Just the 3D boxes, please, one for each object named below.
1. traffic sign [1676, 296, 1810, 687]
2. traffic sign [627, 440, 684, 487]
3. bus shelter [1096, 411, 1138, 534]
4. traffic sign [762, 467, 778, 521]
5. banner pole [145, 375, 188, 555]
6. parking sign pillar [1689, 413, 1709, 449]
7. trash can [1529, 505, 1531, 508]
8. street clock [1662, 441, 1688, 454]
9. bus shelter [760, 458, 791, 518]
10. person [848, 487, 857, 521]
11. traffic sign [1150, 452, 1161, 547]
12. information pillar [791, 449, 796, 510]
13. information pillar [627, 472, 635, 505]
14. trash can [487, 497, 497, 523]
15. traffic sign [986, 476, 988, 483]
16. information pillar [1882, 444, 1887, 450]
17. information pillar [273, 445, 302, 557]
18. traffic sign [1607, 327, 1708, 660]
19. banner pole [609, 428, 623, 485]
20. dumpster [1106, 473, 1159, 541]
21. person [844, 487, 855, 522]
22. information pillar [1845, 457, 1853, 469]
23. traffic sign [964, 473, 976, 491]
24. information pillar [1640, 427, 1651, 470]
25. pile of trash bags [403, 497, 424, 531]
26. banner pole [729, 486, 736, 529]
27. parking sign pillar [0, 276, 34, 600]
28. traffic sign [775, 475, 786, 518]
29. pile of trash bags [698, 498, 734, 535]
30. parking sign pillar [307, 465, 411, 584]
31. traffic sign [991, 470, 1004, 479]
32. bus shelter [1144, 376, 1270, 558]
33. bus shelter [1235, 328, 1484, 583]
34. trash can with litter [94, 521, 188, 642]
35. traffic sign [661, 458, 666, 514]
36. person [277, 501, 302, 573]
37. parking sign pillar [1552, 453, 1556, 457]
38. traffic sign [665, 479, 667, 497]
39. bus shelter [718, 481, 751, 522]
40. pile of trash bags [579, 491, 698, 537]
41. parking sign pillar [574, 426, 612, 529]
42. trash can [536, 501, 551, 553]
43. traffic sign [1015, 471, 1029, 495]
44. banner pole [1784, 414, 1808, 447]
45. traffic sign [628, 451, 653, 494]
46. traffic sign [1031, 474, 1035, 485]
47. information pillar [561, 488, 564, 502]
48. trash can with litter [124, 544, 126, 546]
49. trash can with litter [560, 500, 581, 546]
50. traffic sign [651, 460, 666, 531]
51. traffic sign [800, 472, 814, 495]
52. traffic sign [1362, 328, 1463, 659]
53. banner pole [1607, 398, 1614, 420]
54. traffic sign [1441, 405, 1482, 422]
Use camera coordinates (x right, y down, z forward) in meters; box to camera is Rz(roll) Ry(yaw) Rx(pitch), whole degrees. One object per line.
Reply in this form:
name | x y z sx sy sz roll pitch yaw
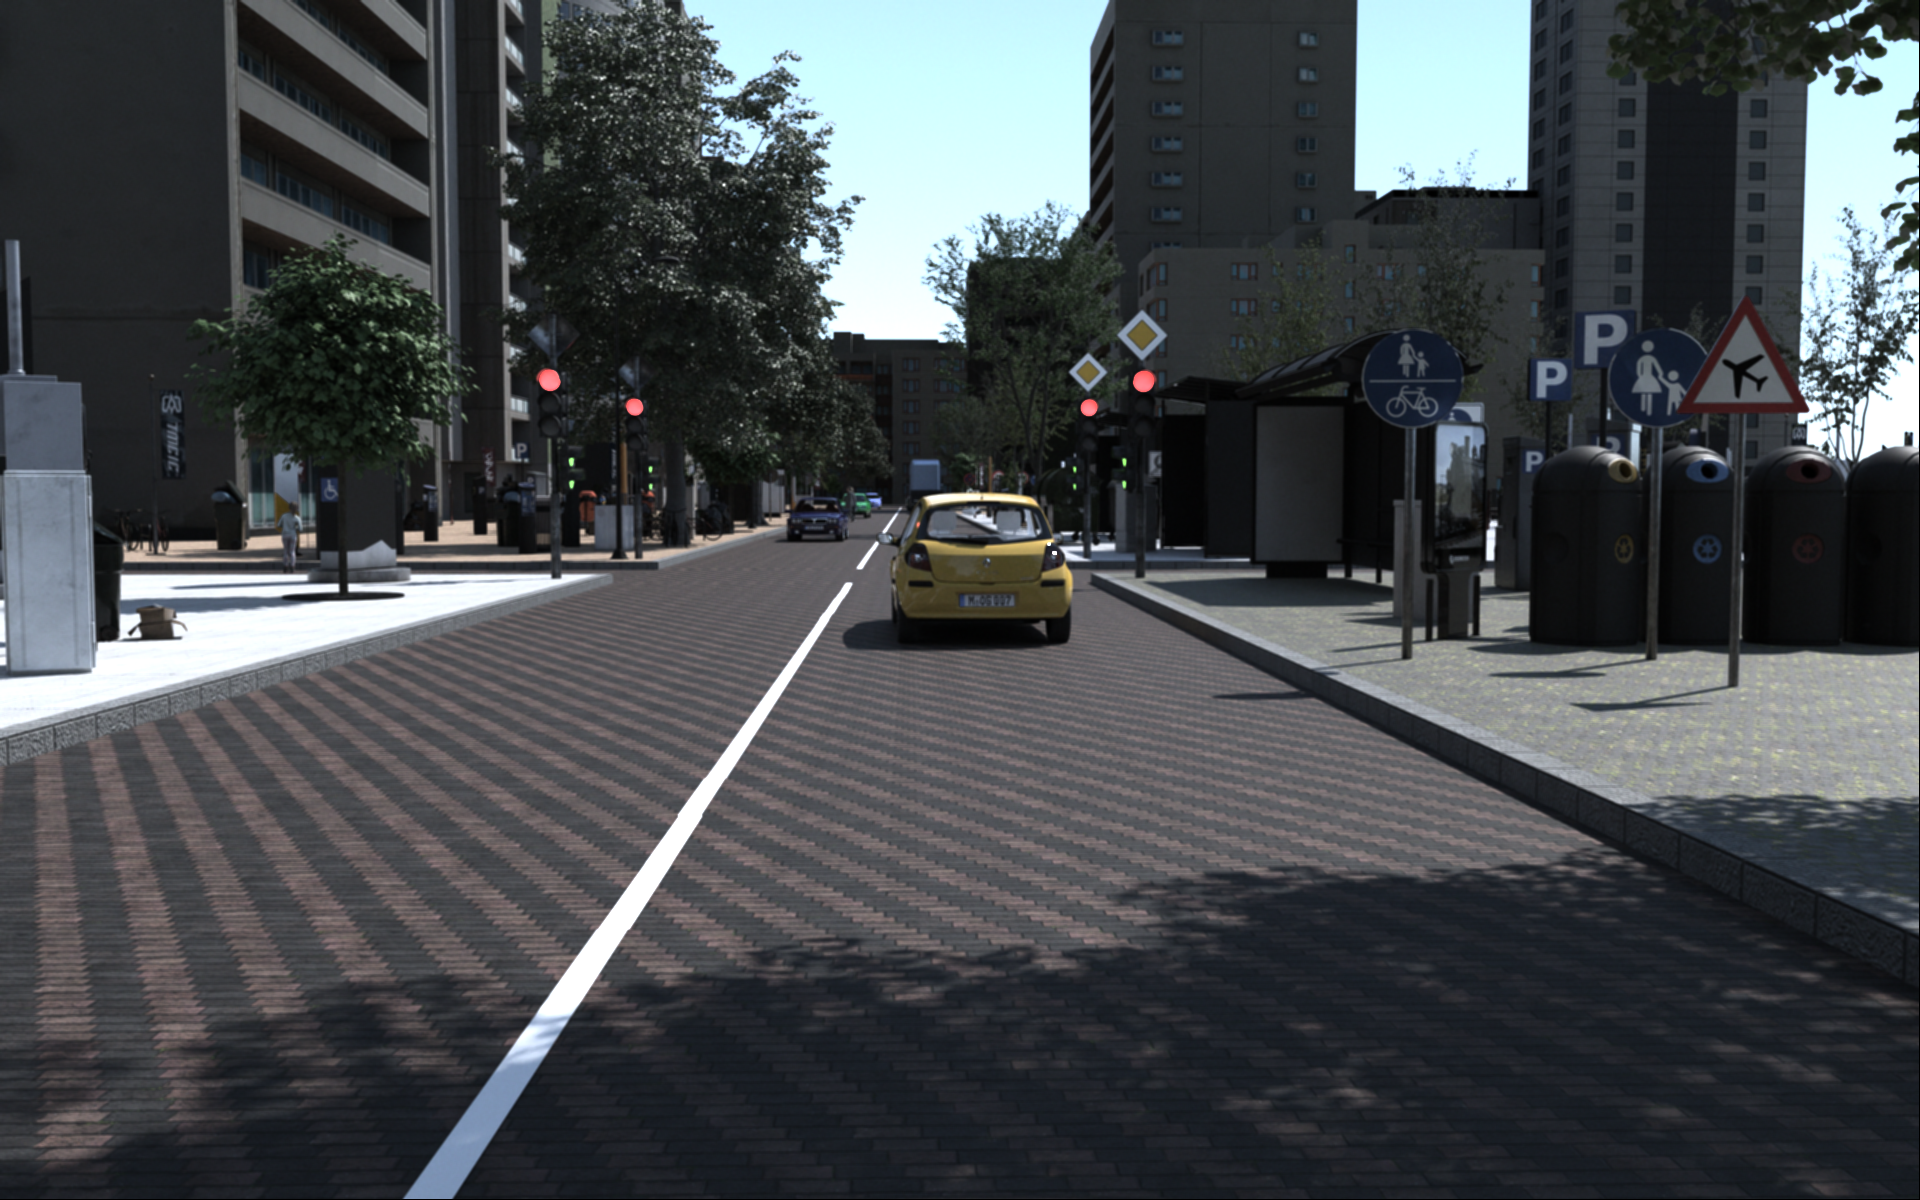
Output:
traffic sign | 5.161 -0.702 11.484 0.884 2.594 0.081 0 4 -1
traffic sign | -11.495 -4.349 64.982 2.265 3.308 0.079 0 4 3
bus shelter | 4.912 -3.723 52.146 1.731 3.624 6.357 0 4 -2
traffic sign | -8.887 -4.952 81.068 0.768 2.556 0.104 0 4 2
banner pole | -16.742 -2.842 36.491 0.863 3.779 0.401 -2 4 -31
parking sign pillar | 21.833 -3.835 51.180 1.447 3.967 1.447 2 4 26
trash can | 31.018 -5.037 94.000 0.748 1.137 0.748 0 3 0
street clock | 9.870 -1.186 23.954 0.471 2.002 0.358 -3 5 -41
bus shelter | -10.372 -6.307 97.045 2.014 3.302 5.546 0 4 -1
person | -5.819 -5.062 91.454 0.709 1.800 0.728 1 4 22
traffic sign | 4.826 -2.408 41.506 0.606 2.300 0.079 0 4 3
information pillar | -7.916 -5.569 82.399 0.183 3.616 0.504 -1 4 -21
information pillar | -10.746 -3.216 57.073 0.304 2.012 0.304 -2 4 -34
trash can | -20.994 -4.026 77.474 0.748 1.137 0.748 0 3 0
traffic sign | 2.015 -6.638 108.634 0.768 2.556 0.104 0 4 5
information pillar | 43.124 -5.463 80.670 0.183 3.616 0.504 -2 4 -34
information pillar | -13.817 -2.702 35.528 0.504 3.616 0.183 -3 5 -44
traffic sign | 5.363 -0.810 13.356 0.768 2.556 0.104 0 4 8
banner pole | -11.468 -4.166 58.128 0.401 3.779 0.863 3 4 37
dumpster | 4.675 -2.508 46.758 1.264 1.857 1.865 0 4 -2
person | -5.780 -4.951 89.551 0.767 1.812 0.694 -1 4 -15
information pillar | 54.098 -6.977 105.433 0.504 3.616 0.183 3 4 37
traffic sign | 0.604 -6.432 105.273 0.768 2.556 0.104 0 4 3
information pillar | 14.246 -2.713 35.720 0.183 3.616 0.504 1 4 9
pile of trash bags | -19.315 -3.049 59.596 1.912 1.369 3.447 0 4 0
banner pole | -8.558 -4.554 64.471 0.401 3.779 0.863 0 4 -8
parking sign pillar | -12.122 -2.010 21.329 1.447 3.967 1.447 -2 4 -30
traffic sign | -9.478 -5.455 91.322 0.606 2.300 0.079 0 4 6
pile of trash bags | -8.891 -2.792 55.394 3.447 1.369 1.912 2 4 24
parking sign pillar | -8.853 -2.260 25.417 1.447 3.967 1.447 1 4 15
traffic sign | 2.074 -5.679 92.963 0.768 2.556 0.104 0 4 4
bus shelter | 5.303 -2.831 37.567 1.731 3.624 6.357 0 4 -2
bus shelter | 5.312 -1.838 23.977 2.014 3.302 5.546 0 4 -2
trash can with litter | -7.407 -0.238 15.283 1.055 1.170 0.624 -1 4 -23
traffic sign | -10.565 -3.752 61.454 0.768 2.556 0.104 0 4 7
person | -12.169 -1.141 31.441 0.425 1.301 0.394 -1 4 -23
parking sign pillar | 36.250 -7.181 105.881 1.447 3.967 1.447 0 4 8
traffic sign | -10.841 -3.916 64.127 0.768 2.556 0.104 0 4 1
bus shelter | -10.252 -5.530 81.698 1.731 3.624 6.357 0 4 -2
pile of trash bags | -9.853 -2.603 52.308 3.447 1.369 1.912 0 4 0
parking sign pillar | -13.649 -4.646 64.434 1.447 3.967 1.447 -2 4 -25
trash can | -9.250 -1.621 38.162 0.748 1.137 0.748 0 3 0
traffic sign | 3.416 -5.838 95.559 0.768 2.556 0.104 0 4 6
banner pole | 26.044 -3.923 54.163 0.863 3.779 0.401 1 4 10
traffic sign | -9.289 -3.073 50.352 0.768 2.556 0.104 0 4 5
traffic sign | 4.864 -6.724 110.043 0.768 2.556 0.104 0 4 4
information pillar | -16.765 -4.232 73.691 0.304 2.012 0.304 1 4 14
trash can with litter | -21.646 -1.942 42.806 2.233 1.210 1.678 2 4 23
trash can with litter | -9.789 -1.934 43.000 0.624 1.170 1.055 -2 4 -27
traffic sign | -10.707 -3.720 60.930 0.768 2.556 0.104 0 4 5
traffic sign | -8.499 -5.865 96.001 0.768 2.556 0.104 0 4 2
traffic sign | 3.481 -0.814 13.410 0.768 2.556 0.104 0 4 5
banner pole | 16.685 -3.334 44.529 0.401 3.779 0.863 2 4 31
traffic sign | 5.559 -1.062 19.497 0.606 2.300 0.079 0 4 4
